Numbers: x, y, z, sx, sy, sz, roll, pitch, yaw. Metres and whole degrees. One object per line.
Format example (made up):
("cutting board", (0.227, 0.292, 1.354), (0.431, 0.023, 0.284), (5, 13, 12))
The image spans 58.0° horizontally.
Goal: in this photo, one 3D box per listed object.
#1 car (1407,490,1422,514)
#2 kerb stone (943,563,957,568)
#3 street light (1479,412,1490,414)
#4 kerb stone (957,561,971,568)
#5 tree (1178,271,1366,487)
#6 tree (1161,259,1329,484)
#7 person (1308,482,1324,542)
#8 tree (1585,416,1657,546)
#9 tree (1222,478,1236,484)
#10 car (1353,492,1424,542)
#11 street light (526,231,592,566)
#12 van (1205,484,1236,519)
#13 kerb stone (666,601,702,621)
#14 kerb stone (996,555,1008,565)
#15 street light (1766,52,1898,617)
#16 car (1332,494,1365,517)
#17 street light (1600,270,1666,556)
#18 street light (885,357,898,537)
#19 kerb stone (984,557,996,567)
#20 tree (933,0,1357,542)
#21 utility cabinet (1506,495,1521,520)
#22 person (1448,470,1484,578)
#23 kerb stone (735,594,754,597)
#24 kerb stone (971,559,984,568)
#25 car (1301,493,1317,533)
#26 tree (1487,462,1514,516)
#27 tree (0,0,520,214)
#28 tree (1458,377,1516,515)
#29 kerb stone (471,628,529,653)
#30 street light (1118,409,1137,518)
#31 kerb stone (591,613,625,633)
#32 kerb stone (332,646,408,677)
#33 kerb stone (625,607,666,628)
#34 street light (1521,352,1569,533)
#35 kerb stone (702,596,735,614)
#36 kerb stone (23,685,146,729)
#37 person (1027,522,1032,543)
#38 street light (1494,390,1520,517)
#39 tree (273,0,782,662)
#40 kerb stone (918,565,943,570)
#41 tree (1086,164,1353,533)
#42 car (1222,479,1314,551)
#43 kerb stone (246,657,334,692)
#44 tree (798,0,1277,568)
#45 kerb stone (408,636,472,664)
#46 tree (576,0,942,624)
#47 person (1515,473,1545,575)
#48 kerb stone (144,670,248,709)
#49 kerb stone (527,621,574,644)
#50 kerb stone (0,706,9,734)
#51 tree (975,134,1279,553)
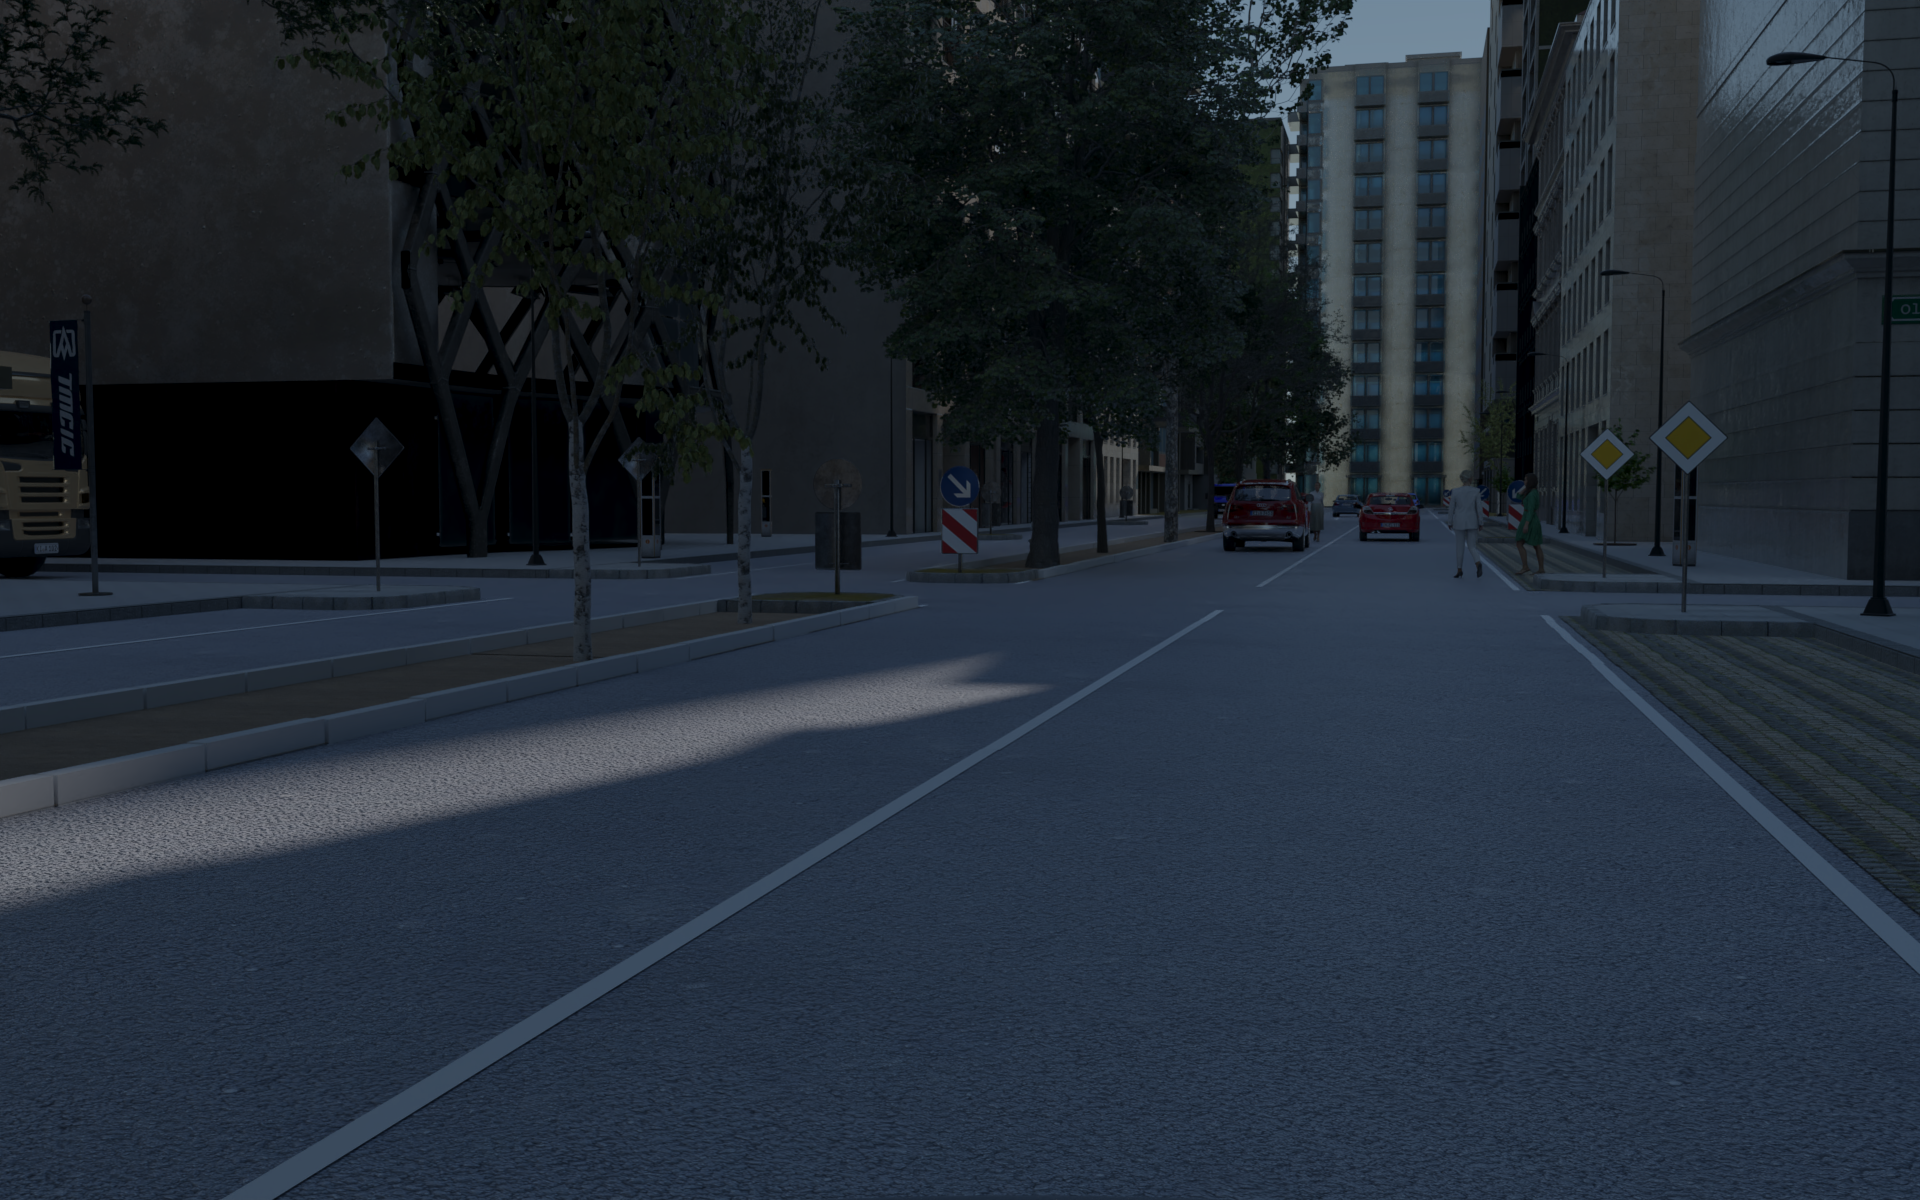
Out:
("car", (31.122, -6.784, 120.511), (1.945, 1.707, 3.694), (1, 4, 14))
("kerb stone", (-0.282, -0.556, 31.313), (0.120, 0.150, 1.000), (1, 4, 15))
("street light", (30.188, -7.699, 98.422), (1.470, 5.913, 1.316), (1, 4, 15))
("kerb stone", (-0.023, -0.618, 32.306), (0.120, 0.150, 1.000), (1, 4, 15))
("tree", (15.512, -10.265, 87.293), (9.611, 12.733, 9.660), (0, 3, 0))
("tree", (12.278, -9.020, 75.689), (9.928, 11.665, 9.643), (0, 3, 0))
("person", (10.758, -2.664, 52.285), (0.478, 1.798, 0.641), (1, 4, 16))
("tree", (16.346, -2.969, 43.140), (1.663, 3.219, 1.824), (0, 3, 0))
("tree", (22.551, -10.138, 149.468), (4.285, 4.588, 4.351), (0, 3, 0))
("car", (13.351, -2.745, 53.924), (2.155, 1.783, 4.494), (1, 4, 13))
("street light", (-7.114, -3.569, 30.897), (1.470, 5.913, 1.316), (1, 4, 15))
("van", (15.380, -5.827, 99.658), (2.240, 2.365, 5.245), (1, 4, 14))
("kerb stone", (-3.250, 0.140, 19.901), (0.120, 0.150, 1.000), (1, 4, 15))
("kerb stone", (0.756, -0.800, 35.282), (0.120, 0.150, 1.000), (1, 4, 15))
("street light", (9.173, -2.796, 18.253), (1.470, 5.913, 1.316), (1, 4, 15))
("car", (24.378, -5.916, 108.733), (2.014, 1.417, 4.499), (1, 4, 16))
("street light", (13.931, -3.874, 35.875), (1.470, 5.913, 1.316), (1, 4, 15))
("street light", (-1.530, -4.838, 51.637), (1.470, 5.913, 1.316), (1, 4, 15))
("kerb stone", (0.493, -0.738, 34.284), (0.120, 0.150, 1.000), (1, 4, 15))
("tree", (5.279, -11.829, 51.752), (12.611, 20.169, 13.585), (0, 3, 0))
("utility cabinet", (27.049, -4.477, 84.363), (1.020, 1.237, 0.306), (-3, 4, -37))
("person", (8.578, -1.279, 29.285), (0.514, 1.842, 0.818), (0, 4, -7))
("kerb stone", (-2.737, 0.022, 21.882), (0.120, 0.150, 1.000), (1, 4, 15))
("kerb stone", (0.238, -0.679, 33.294), (0.120, 0.150, 1.000), (1, 4, 15))
("car", (12.451, -3.400, 64.625), (2.155, 1.783, 4.494), (1, 4, 16))
("tree", (32.425, -6.633, 103.055), (1.663, 3.219, 1.824), (0, 3, 0))
("tree", (-5.134, -4.365, 8.240), (8.767, 10.594, 7.601), (1, 4, 15))
("tree", (33.513, -9.663, 108.352), (4.737, 8.622, 4.395), (0, 3, 0))
("kerb stone", (-4.292, 0.387, 15.944), (0.120, 0.150, 1.000), (1, 4, 15))
("street light", (9.271, -7.383, 93.252), (1.470, 5.913, 1.316), (1, 4, 15))
("kerb stone", (-3.768, 0.264, 17.921), (0.120, 0.150, 1.000), (1, 4, 15))
("kerb stone", (-4.798, 0.504, 13.950), (0.120, 0.150, 1.000), (1, 4, 15))
("kerb stone", (-3.503, 0.201, 18.911), (0.120, 0.150, 1.000), (1, 4, 15))
("street light", (19.255, -5.146, 56.682), (1.470, 5.913, 1.316), (1, 4, 15))
("kerb stone", (-2.992, 0.080, 20.892), (0.120, 0.150, 1.000), (1, 4, 15))
("kerb stone", (-5.581, 0.686, 10.980), (0.120, 0.150, 1.000), (1, 4, 15))
("person", (2.170, -2.343, 47.160), (0.624, 1.780, 0.694), (1, 4, 18))
("street light", (24.697, -6.429, 77.658), (1.470, 5.913, 1.316), (1, 4, 15))
("tree", (-3.236, -3.759, 14.272), (4.737, 8.622, 4.395), (0, 3, 0))
("kerb stone", (-0.539, -0.492, 30.323), (0.120, 0.150, 1.000), (1, 4, 15))
("tree", (9.334, -9.247, 64.013), (12.009, 13.543, 11.850), (0, 3, 0))
("car", (7.991, -2.218, 44.938), (2.281, 1.827, 5.304), (1, 4, 14))
("kerb stone", (-5.058, 0.565, 12.959), (0.120, 0.150, 1.000), (1, 4, 15))
("tree", (1.629, -7.593, 33.257), (9.857, 13.997, 8.962), (0, 3, 0))
("kerb stone", (-4.545, 0.448, 14.940), (0.120, 0.150, 1.000), (1, 4, 15))
("tree", (-2.322, -4.050, 19.037), (4.360, 8.622, 3.978), (0, 3, 0))
("person", (9.994, -1.319, 30.305), (0.529, 1.795, 0.600), (1, 4, 14))
("kerb stone", (-5.317, 0.626, 11.967), (0.120, 0.150, 1.000), (1, 4, 15))
("kerb stone", (-4.028, 0.322, 16.932), (0.120, 0.150, 1.000), (1, 4, 15))
("kerb stone", (-5.831, 0.747, 9.989), (0.120, 0.150, 1.000), (1, 4, 15))
("tree", (3.563, -6.428, 41.964), (8.767, 10.594, 7.601), (1, 4, 15))
